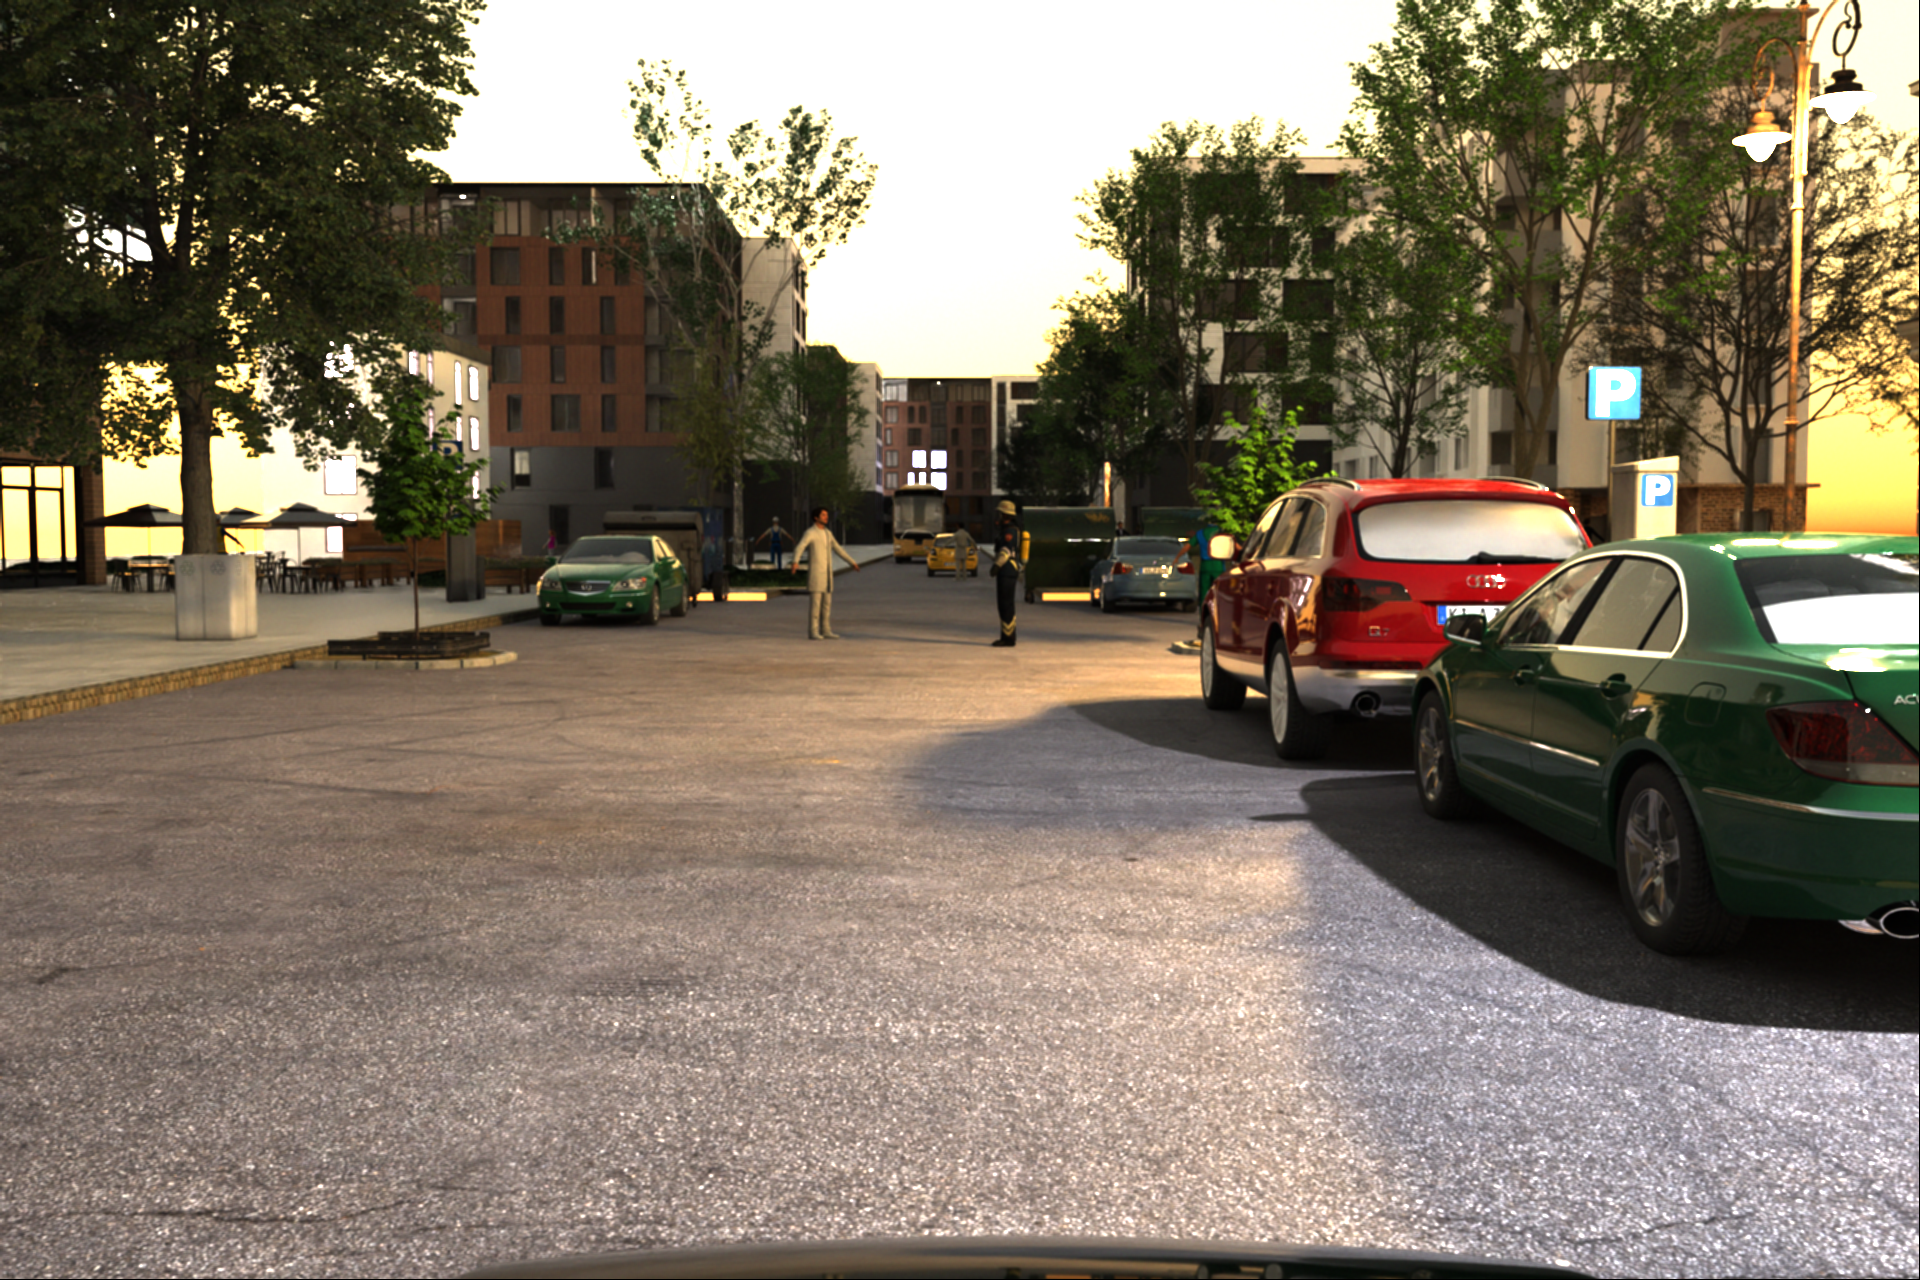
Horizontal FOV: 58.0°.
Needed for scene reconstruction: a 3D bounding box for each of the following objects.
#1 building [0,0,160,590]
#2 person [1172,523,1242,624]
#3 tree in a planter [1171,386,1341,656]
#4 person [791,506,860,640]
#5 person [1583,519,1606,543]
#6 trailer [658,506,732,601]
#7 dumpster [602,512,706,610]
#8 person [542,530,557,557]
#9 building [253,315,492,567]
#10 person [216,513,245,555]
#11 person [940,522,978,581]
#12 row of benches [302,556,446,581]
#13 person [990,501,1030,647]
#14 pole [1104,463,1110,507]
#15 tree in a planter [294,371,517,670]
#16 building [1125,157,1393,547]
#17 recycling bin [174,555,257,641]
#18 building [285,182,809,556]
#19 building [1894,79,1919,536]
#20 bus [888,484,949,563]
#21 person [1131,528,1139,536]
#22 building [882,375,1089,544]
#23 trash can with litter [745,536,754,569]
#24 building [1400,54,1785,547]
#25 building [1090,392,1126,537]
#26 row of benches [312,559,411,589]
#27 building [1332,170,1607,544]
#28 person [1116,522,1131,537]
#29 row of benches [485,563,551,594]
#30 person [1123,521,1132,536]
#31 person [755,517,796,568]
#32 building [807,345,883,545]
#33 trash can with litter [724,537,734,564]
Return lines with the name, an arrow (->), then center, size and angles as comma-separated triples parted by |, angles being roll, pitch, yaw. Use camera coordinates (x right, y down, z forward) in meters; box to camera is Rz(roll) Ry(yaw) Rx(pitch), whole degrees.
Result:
building -> -31.559, -13.314, 24.263 | 21.656, 26.213, 47.522 | 0, 4, 0
person -> 3.936, -1.123, 26.951 | 1.347, 1.817, 0.704 | 1, 4, 21
tree in a planter -> 3.613, -1.452, 20.965 | 1.991, 3.239, 1.994 | 0, 4, -1
person -> -1.885, -0.917, 23.633 | 0.705, 1.806, 1.347 | 3, 4, 37
person -> 21.202, -3.204, 58.574 | 1.347, 1.806, 0.705 | 3, 5, 44
trailer -> -5.740, -1.796, 36.411 | 1.471, 1.999, 3.904 | 0, 4, 0
dumpster -> -5.877, -1.530, 33.229 | 1.865, 1.857, 1.264 | 0, 4, 0
person -> -14.633, -3.214, 61.817 | 0.599, 1.433, 0.991 | 1, 4, 13
building -> -26.191, -8.443, 80.196 | 9.099, 9.664, 28.070 | 0, 4, 0
person -> -17.317, -2.082, 40.501 | 1.216, 1.772, 0.721 | 0, 4, 7
person -> 0.011, -2.726, 53.217 | 1.347, 1.806, 0.705 | -2, 4, -31
row of benches -> -16.067, -1.969, 47.651 | 4.104, 0.672, 1.422 | -1, 4, -16
person -> 0.565, -0.850, 22.138 | 0.705, 1.856, 1.354 | 0, 4, 7
pole -> 4.220, -3.416, 49.697 | 0.158, 3.312, 0.155 | 0, 3, 0
tree in a planter -> -6.056, -1.345, 19.216 | 1.991, 3.239, 1.994 | 0, 4, 1
building -> 24.260, -16.302, 110.506 | 27.936, 21.610, 32.646 | 0, 3, 0
recycling bin -> -9.080, -0.526, 21.146 | 0.722, 1.027, 0.722 | 0, 4, 0
building -> -25.474, -16.713, 117.230 | 27.936, 21.610, 32.646 | 0, 4, 0
building -> 26.940, -14.759, 27.208 | 13.634, 28.700, 20.117 | 0, 4, 0
bus -> -2.000, -5.895, 87.925 | 2.896, 3.916, 12.252 | 0, 4, 0
person -> 4.214, -1.999, 38.828 | 1.346, 1.812, 0.704 | -3, 5, -39
building -> 1.879, -23.756, 234.838 | 32.646, 21.610, 27.936 | 0, 3, 0
trash can with litter -> -6.297, -2.579, 53.227 | 1.678, 1.210, 2.233 | 0, 4, 2
building -> 24.444, -13.347, 74.646 | 16.016, 20.090, 11.380 | 0, 4, 0
building -> 22.941, -19.172, 179.916 | 16.747, 18.905, 31.486 | 0, 4, 0
row of benches -> -14.562, -1.632, 42.144 | 1.422, 0.672, 4.104 | 0, 4, 7
building -> 25.016, -14.370, 91.365 | 16.016, 20.090, 11.380 | 0, 4, 0
person -> 5.922, -3.486, 63.720 | 1.216, 1.740, 0.721 | -1, 4, -9
row of benches -> -8.969, -1.374, 37.934 | 4.104, 0.672, 1.422 | -3, 5, -43
person -> 6.587, -3.789, 68.079 | 0.705, 1.813, 1.348 | -2, 4, -31
person -> -6.049, -3.123, 56.916 | 1.347, 1.847, 0.705 | 0, 4, -8
building -> -23.942, -22.022, 204.029 | 27.936, 21.610, 32.646 | 0, 4, 1
trash can with litter -> -6.428, -2.339, 49.296 | 1.678, 1.210, 2.233 | 0, 4, 0
